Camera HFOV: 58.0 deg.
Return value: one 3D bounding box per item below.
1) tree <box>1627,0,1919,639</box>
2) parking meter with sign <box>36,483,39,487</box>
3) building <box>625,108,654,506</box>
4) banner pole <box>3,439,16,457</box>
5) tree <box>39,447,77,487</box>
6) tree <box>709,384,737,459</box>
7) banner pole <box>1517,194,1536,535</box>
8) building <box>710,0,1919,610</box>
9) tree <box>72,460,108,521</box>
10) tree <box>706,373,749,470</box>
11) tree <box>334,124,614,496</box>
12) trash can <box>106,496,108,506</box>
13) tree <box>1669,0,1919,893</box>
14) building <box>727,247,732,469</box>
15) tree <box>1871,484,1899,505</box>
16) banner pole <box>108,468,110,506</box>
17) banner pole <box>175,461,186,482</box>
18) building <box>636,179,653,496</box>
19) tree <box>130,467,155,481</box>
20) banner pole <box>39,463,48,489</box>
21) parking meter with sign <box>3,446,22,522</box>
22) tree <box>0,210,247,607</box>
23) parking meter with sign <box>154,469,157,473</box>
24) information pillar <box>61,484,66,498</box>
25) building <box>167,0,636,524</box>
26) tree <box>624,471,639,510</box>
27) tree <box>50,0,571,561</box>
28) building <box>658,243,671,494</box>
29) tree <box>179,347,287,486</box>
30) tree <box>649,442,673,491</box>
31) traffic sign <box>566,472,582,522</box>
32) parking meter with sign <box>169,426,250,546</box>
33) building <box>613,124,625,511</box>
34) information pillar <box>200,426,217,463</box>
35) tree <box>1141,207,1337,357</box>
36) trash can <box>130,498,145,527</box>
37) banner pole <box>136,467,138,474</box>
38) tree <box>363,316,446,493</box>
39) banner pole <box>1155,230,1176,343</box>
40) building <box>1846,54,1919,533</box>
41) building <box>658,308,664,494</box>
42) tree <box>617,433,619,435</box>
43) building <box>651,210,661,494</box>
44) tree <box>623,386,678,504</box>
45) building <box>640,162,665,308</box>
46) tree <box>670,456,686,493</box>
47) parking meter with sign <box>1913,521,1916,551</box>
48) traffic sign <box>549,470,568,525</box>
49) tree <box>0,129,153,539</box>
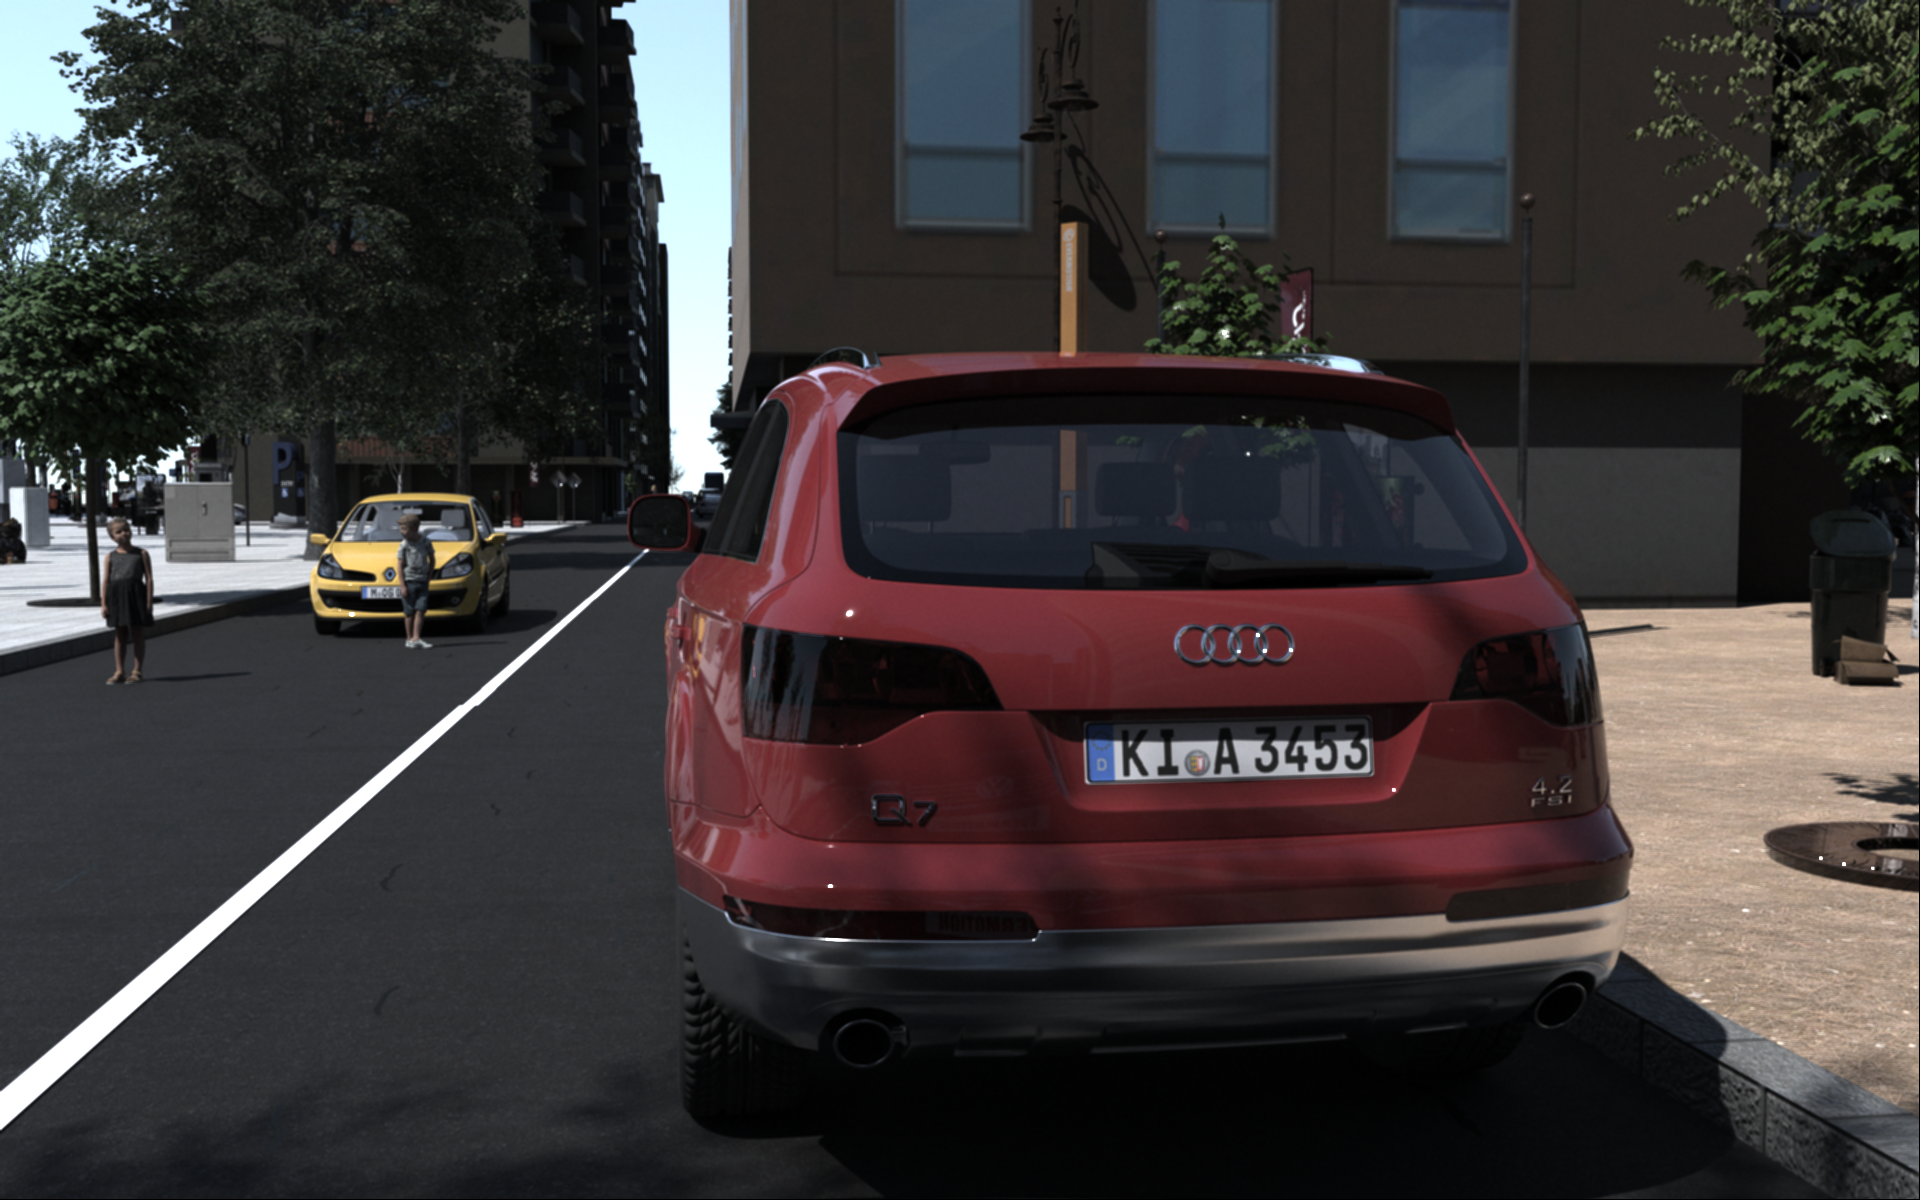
[{"bbox_3d":[8.318,-3.957,15.064,4.737,8.622,4.395,0,3,0],"label":"tree"},{"bbox_3d":[-62.440,-7.386,117.025,0.543,3.016,1.738,1,4,15],"label":"parking meter with sign"},{"bbox_3d":[-46.941,-35.163,194.521,23.786,49.044,30.456,-1,4,-8],"label":"building"},{"bbox_3d":[-30.170,-3.957,54.707,0.401,3.779,0.863,2,4,32],"label":"banner pole"},{"bbox_3d":[-31.035,-6.639,58.907,4.737,8.622,4.395,0,3,0],"label":"tree"},{"bbox_3d":[-19.401,-14.279,159.217,9.928,11.665,9.643,0,3,0],"label":"tree"},{"bbox_3d":[4.803,-1.514,14.766,0.401,3.779,0.863,1,4,18],"label":"banner pole"},{"bbox_3d":[3.718,-22.875,24.119,14.600,45.320,14.200,-1,4,-8],"label":"building"},{"bbox_3d":[-41.252,-5.358,82.198,1.663,3.219,1.824,0,3,0],"label":"tree"},{"bbox_3d":[-16.043,-14.372,141.638,9.857,13.997,8.962,0,3,0],"label":"tree"},{"bbox_3d":[-15.035,-8.289,52.533,9.611,12.733,9.660,0,3,0],"label":"tree"},{"bbox_3d":[-62.417,-7.006,126.205,0.748,1.137,0.748,0,3,0],"label":"trash can"},{"bbox_3d":[3.331,-0.683,5.775,1.663,3.219,1.824,0,3,0],"label":"tree"},{"bbox_3d":[-28.956,-39.445,299.547,22.147,44.769,28.867,-1,4,-8],"label":"building"},{"bbox_3d":[27.034,-4.118,51.048,4.285,4.588,4.351,0,3,0],"label":"tree"},{"bbox_3d":[-65.317,-8.725,132.672,0.863,3.779,0.401,2,4,29],"label":"banner pole"},{"bbox_3d":[-51.284,-7.592,114.151,0.863,3.779,0.401,-3,5,-44],"label":"banner pole"},{"bbox_3d":[-46.504,-32.641,217.279,14.154,41.232,14.086,-1,4,-8],"label":"building"},{"bbox_3d":[-48.201,-6.614,102.743,1.663,3.219,1.824,0,3,0],"label":"tree"},{"bbox_3d":[-53.226,-6.757,100.490,0.401,3.779,0.863,1,4,11],"label":"banner pole"},{"bbox_3d":[-35.056,-4.075,62.895,0.543,3.016,1.738,3,5,39],"label":"parking meter with sign"},{"bbox_3d":[-10.098,-2.236,20.268,4.285,4.588,4.351,0,3,0],"label":"tree"},{"bbox_3d":[-55.948,-7.679,121.816,1.738,3.016,0.543,1,4,11],"label":"parking meter with sign"},{"bbox_3d":[-67.560,-7.710,130.555,0.304,2.012,0.304,-3,4,-36],"label":"information pillar"},{"bbox_3d":[-28.707,-26.758,92.111,22.147,44.769,28.867,-1,4,-8],"label":"building"},{"bbox_3d":[-27.276,-9.079,143.048,1.663,3.219,1.824,0,3,0],"label":"tree"},{"bbox_3d":[-12.433,-7.743,33.247,9.857,13.997,8.962,0,3,0],"label":"tree"},{"bbox_3d":[-57.161,-39.628,298.031,14.600,45.320,14.200,-1,4,-8],"label":"building"},{"bbox_3d":[-25.394,-6.709,60.051,4.737,8.622,4.395,0,3,0],"label":"tree"},{"bbox_3d":[-40.168,-17.078,229.591,4.360,8.622,3.978,0,3,0],"label":"tree"},{"bbox_3d":[-17.626,-4.613,79.062,0.795,2.450,0.064,-1,4,-8],"label":"traffic sign"},{"bbox_3d":[-18.297,-2.816,42.304,1.738,3.016,0.543,-1,4,-10],"label":"parking meter with sign"},{"bbox_3d":[-31.682,-21.552,124.075,14.160,30.474,14.107,-1,4,-8],"label":"building"},{"bbox_3d":[-23.045,-3.778,53.130,0.504,3.616,0.183,-3,5,-42],"label":"information pillar"},{"bbox_3d":[1.672,-1.052,11.807,1.663,3.219,1.824,0,3,0],"label":"tree"},{"bbox_3d":[-32.153,-3.440,67.899,0.748,1.137,0.748,0,3,0],"label":"trash can"},{"bbox_3d":[-64.747,-8.959,136.495,0.401,3.779,0.863,0,4,-7],"label":"banner pole"},{"bbox_3d":[-21.894,-7.178,67.730,4.360,8.622,3.978,0,3,0],"label":"tree"},{"bbox_3d":[1.985,-1.634,16.739,0.401,3.779,0.863,1,4,19],"label":"banner pole"},{"bbox_3d":[28.390,-38.295,64.373,20.611,71.187,20.563,-1,4,-8],"label":"building"},{"bbox_3d":[-51.416,-29.701,257.311,14.160,30.474,14.107,-1,4,-8],"label":"building"},{"bbox_3d":[-23.685,-9.832,111.123,4.737,8.622,4.395,0,3,0],"label":"tree"},{"bbox_3d":[-49.373,-34.145,241.864,14.154,41.232,14.086,-1,4,-8],"label":"building"},{"bbox_3d":[-28.408,-13.181,149.917,8.767,10.594,7.601,0,4,-1],"label":"tree"},{"bbox_3d":[-61.717,-42.012,276.130,28.713,52.752,27.495,-1,4,-8],"label":"building"},{"bbox_3d":[-51.656,-22.091,311.544,4.737,8.622,4.395,0,3,0],"label":"tree"},{"bbox_3d":[22.239,-2.590,38.608,1.738,3.016,0.543,0,4,-2],"label":"parking meter with sign"},{"bbox_3d":[-16.489,-4.129,71.158,0.795,2.450,0.064,-1,4,-8],"label":"traffic sign"},{"bbox_3d":[-26.601,-7.568,49.498,9.928,11.665,9.643,0,3,0],"label":"tree"}]
